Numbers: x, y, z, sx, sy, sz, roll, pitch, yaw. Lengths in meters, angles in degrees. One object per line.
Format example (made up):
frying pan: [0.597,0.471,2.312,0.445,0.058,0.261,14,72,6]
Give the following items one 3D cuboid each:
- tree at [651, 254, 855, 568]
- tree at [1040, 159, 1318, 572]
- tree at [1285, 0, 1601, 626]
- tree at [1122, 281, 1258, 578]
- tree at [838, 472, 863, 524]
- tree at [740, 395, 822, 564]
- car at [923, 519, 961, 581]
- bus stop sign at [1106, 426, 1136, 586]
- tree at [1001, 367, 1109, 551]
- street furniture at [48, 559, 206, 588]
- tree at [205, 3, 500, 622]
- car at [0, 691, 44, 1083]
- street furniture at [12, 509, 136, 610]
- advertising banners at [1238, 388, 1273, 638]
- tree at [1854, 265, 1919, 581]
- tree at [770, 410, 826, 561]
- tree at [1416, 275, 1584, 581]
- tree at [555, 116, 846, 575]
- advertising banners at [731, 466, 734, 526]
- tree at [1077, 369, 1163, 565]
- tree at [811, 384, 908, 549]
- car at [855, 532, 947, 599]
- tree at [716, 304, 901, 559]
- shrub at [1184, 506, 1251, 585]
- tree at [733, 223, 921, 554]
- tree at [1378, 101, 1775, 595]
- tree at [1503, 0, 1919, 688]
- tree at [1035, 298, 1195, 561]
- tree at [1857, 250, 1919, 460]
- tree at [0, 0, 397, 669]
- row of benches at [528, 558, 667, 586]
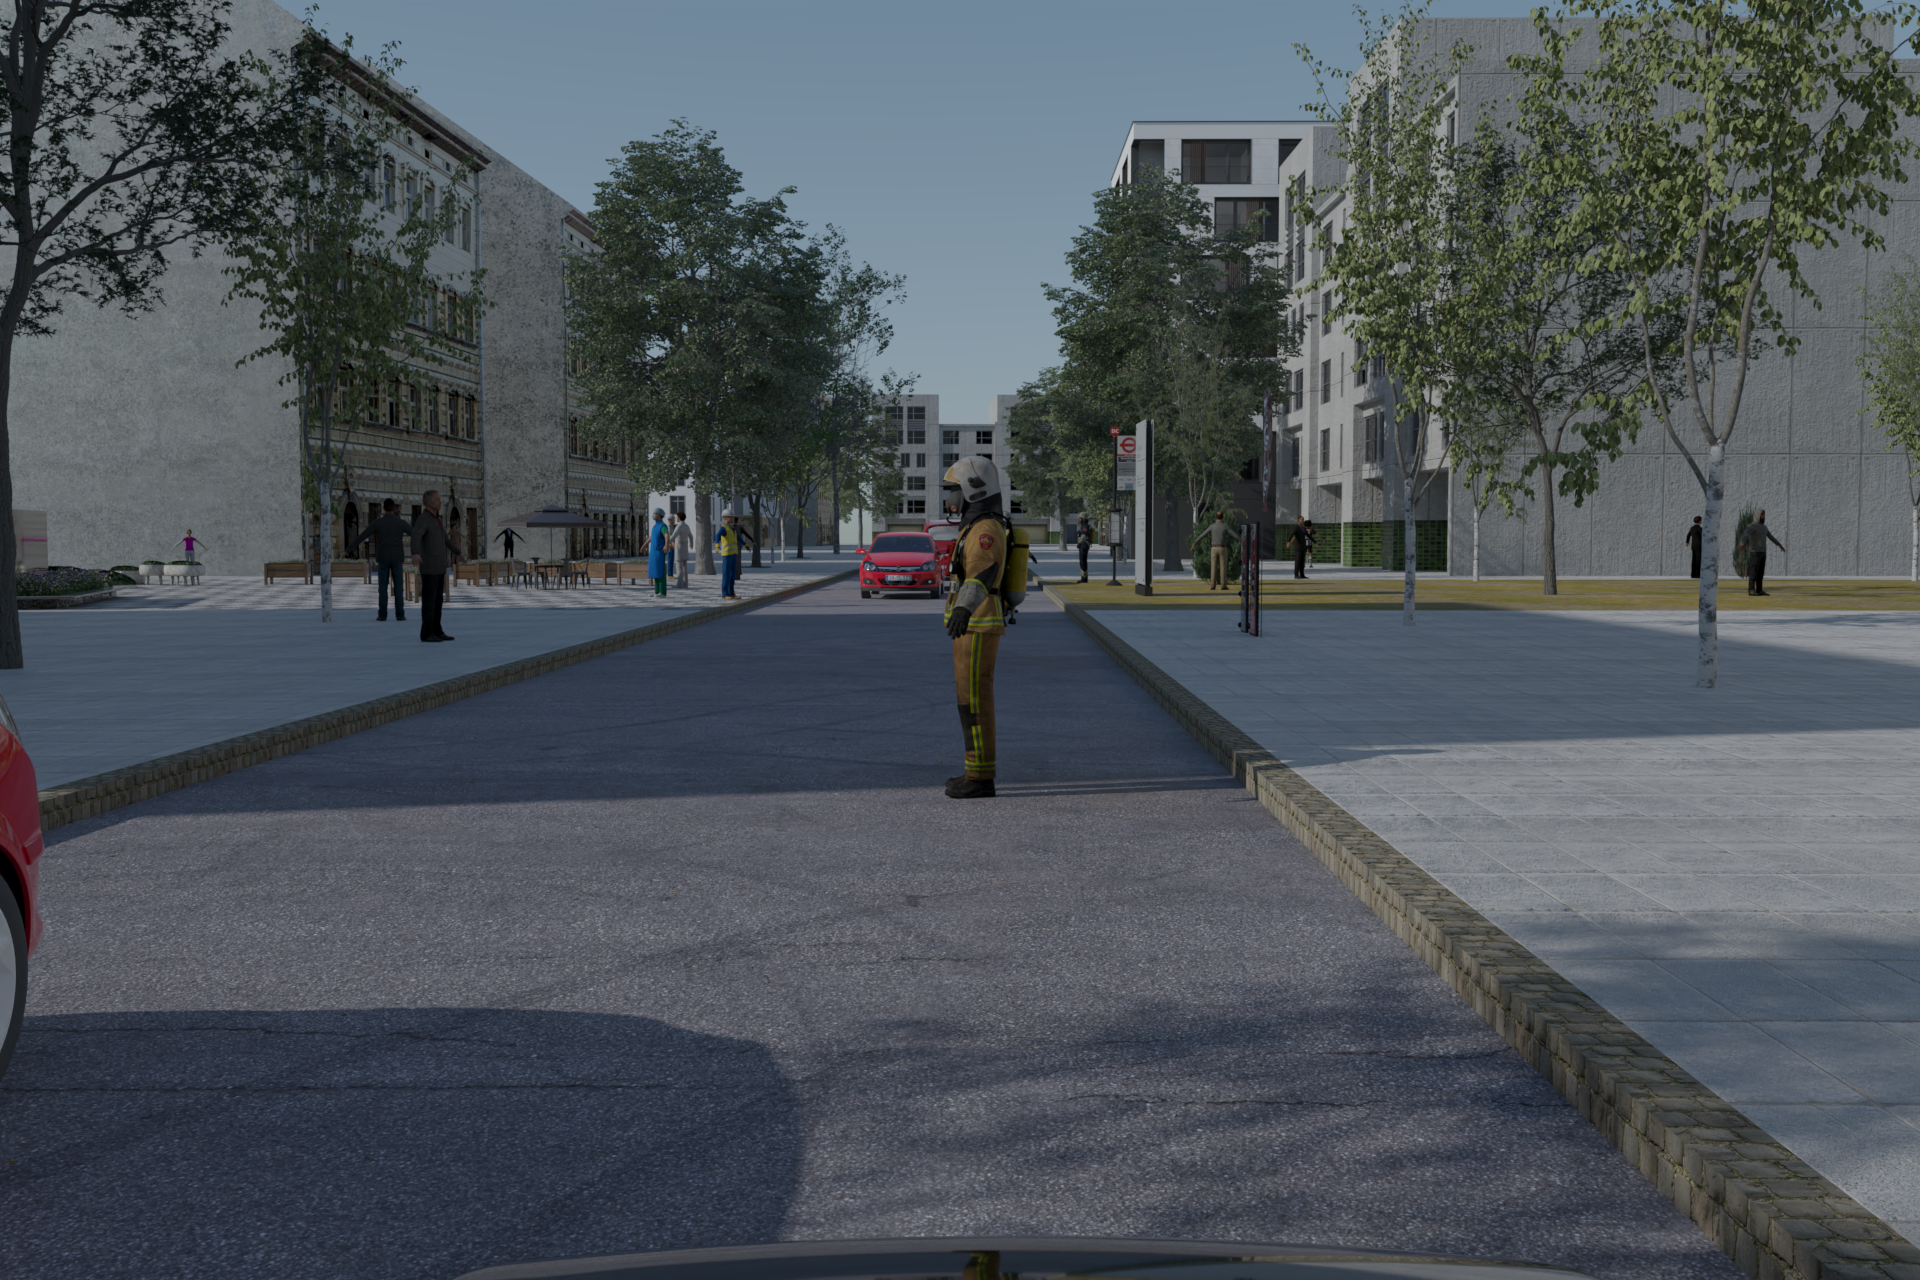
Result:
tree: [-7.840,-8.557,65.668,9.928,11.665,9.643,0,3,0]
tree: [7.312,-9.323,59.091,9.857,13.997,8.962,0,3,0]
tree: [6.322,-4.490,23.772,4.737,8.622,4.395,0,3,0]
tree: [7.002,-6.121,50.438,4.360,8.622,3.978,0,3,0]
tree: [-15.987,-18.602,222.270,7.486,12.596,7.792,0,3,0]
tree: [-8.044,-7.606,74.726,4.737,8.622,4.395,0,3,0]
car: [-0.155,-2.237,45.243,2.281,1.827,5.304,0,4,0]
bus stop sign: [4.053,-3.317,42.932,0.855,3.939,0.416,0,4,1]
tree: [7.664,-13.644,129.726,9.857,13.997,8.962,0,3,0]
street furniture: [-23.679,-1.699,43.408,10.072,0.657,5.734,2,4,31]
tree: [-9.087,-4.579,25.233,4.737,8.622,4.395,0,3,0]
car: [-3.281,0.391,2.654,2.155,1.783,4.494,0,4,1]
street furniture: [-18.374,-1.548,32.164,9.812,1.723,11.010,-1,4,-17]
advertising banners: [3.718,-1.568,21.824,0.090,3.025,2.074,0,4,0]
tree: [26.097,-5.902,46.853,4.737,8.622,4.395,0,3,0]
tree: [-8.269,-7.990,81.004,4.737,8.622,4.395,0,3,0]
tree: [13.960,-5.921,47.169,4.360,8.622,3.978,0,3,0]
tree: [-7.948,-8.989,53.631,9.857,13.997,8.962,0,3,0]
advertising banners: [-5.878,-2.929,44.075,0.090,3.025,2.074,0,4,0]
tree: [6.855,-7.443,72.057,4.737,8.622,4.395,0,3,0]
tree: [-7.968,-13.034,131.236,7.486,12.596,7.792,0,3,0]
car: [-1.289,-1.880,39.782,2.155,1.783,4.494,0,4,1]
tree: [-8.291,-11.041,90.883,12.009,13.543,11.850,0,3,0]
shrub: [6.589,-2.427,44.104,1.690,2.028,1.600,0,3,0]
tree: [-8.669,-15.441,108.357,12.611,20.169,13.585,0,3,0]
tree: [12.660,-6.250,36.600,8.767,10.594,7.601,2,4,27]
tree: [6.346,-3.920,14.451,4.737,8.622,4.395,0,3,0]
tree: [7.389,-9.947,80.763,7.486,12.596,7.792,0,3,0]
tree: [23.443,-5.607,42.029,4.360,8.622,3.978,0,3,0]
tree: [-9.191,-4.983,15.889,8.767,10.594,7.601,1,4,12]
row of benches: [-9.113,-1.729,43.734,4.104,0.672,1.422,2,4,28]
